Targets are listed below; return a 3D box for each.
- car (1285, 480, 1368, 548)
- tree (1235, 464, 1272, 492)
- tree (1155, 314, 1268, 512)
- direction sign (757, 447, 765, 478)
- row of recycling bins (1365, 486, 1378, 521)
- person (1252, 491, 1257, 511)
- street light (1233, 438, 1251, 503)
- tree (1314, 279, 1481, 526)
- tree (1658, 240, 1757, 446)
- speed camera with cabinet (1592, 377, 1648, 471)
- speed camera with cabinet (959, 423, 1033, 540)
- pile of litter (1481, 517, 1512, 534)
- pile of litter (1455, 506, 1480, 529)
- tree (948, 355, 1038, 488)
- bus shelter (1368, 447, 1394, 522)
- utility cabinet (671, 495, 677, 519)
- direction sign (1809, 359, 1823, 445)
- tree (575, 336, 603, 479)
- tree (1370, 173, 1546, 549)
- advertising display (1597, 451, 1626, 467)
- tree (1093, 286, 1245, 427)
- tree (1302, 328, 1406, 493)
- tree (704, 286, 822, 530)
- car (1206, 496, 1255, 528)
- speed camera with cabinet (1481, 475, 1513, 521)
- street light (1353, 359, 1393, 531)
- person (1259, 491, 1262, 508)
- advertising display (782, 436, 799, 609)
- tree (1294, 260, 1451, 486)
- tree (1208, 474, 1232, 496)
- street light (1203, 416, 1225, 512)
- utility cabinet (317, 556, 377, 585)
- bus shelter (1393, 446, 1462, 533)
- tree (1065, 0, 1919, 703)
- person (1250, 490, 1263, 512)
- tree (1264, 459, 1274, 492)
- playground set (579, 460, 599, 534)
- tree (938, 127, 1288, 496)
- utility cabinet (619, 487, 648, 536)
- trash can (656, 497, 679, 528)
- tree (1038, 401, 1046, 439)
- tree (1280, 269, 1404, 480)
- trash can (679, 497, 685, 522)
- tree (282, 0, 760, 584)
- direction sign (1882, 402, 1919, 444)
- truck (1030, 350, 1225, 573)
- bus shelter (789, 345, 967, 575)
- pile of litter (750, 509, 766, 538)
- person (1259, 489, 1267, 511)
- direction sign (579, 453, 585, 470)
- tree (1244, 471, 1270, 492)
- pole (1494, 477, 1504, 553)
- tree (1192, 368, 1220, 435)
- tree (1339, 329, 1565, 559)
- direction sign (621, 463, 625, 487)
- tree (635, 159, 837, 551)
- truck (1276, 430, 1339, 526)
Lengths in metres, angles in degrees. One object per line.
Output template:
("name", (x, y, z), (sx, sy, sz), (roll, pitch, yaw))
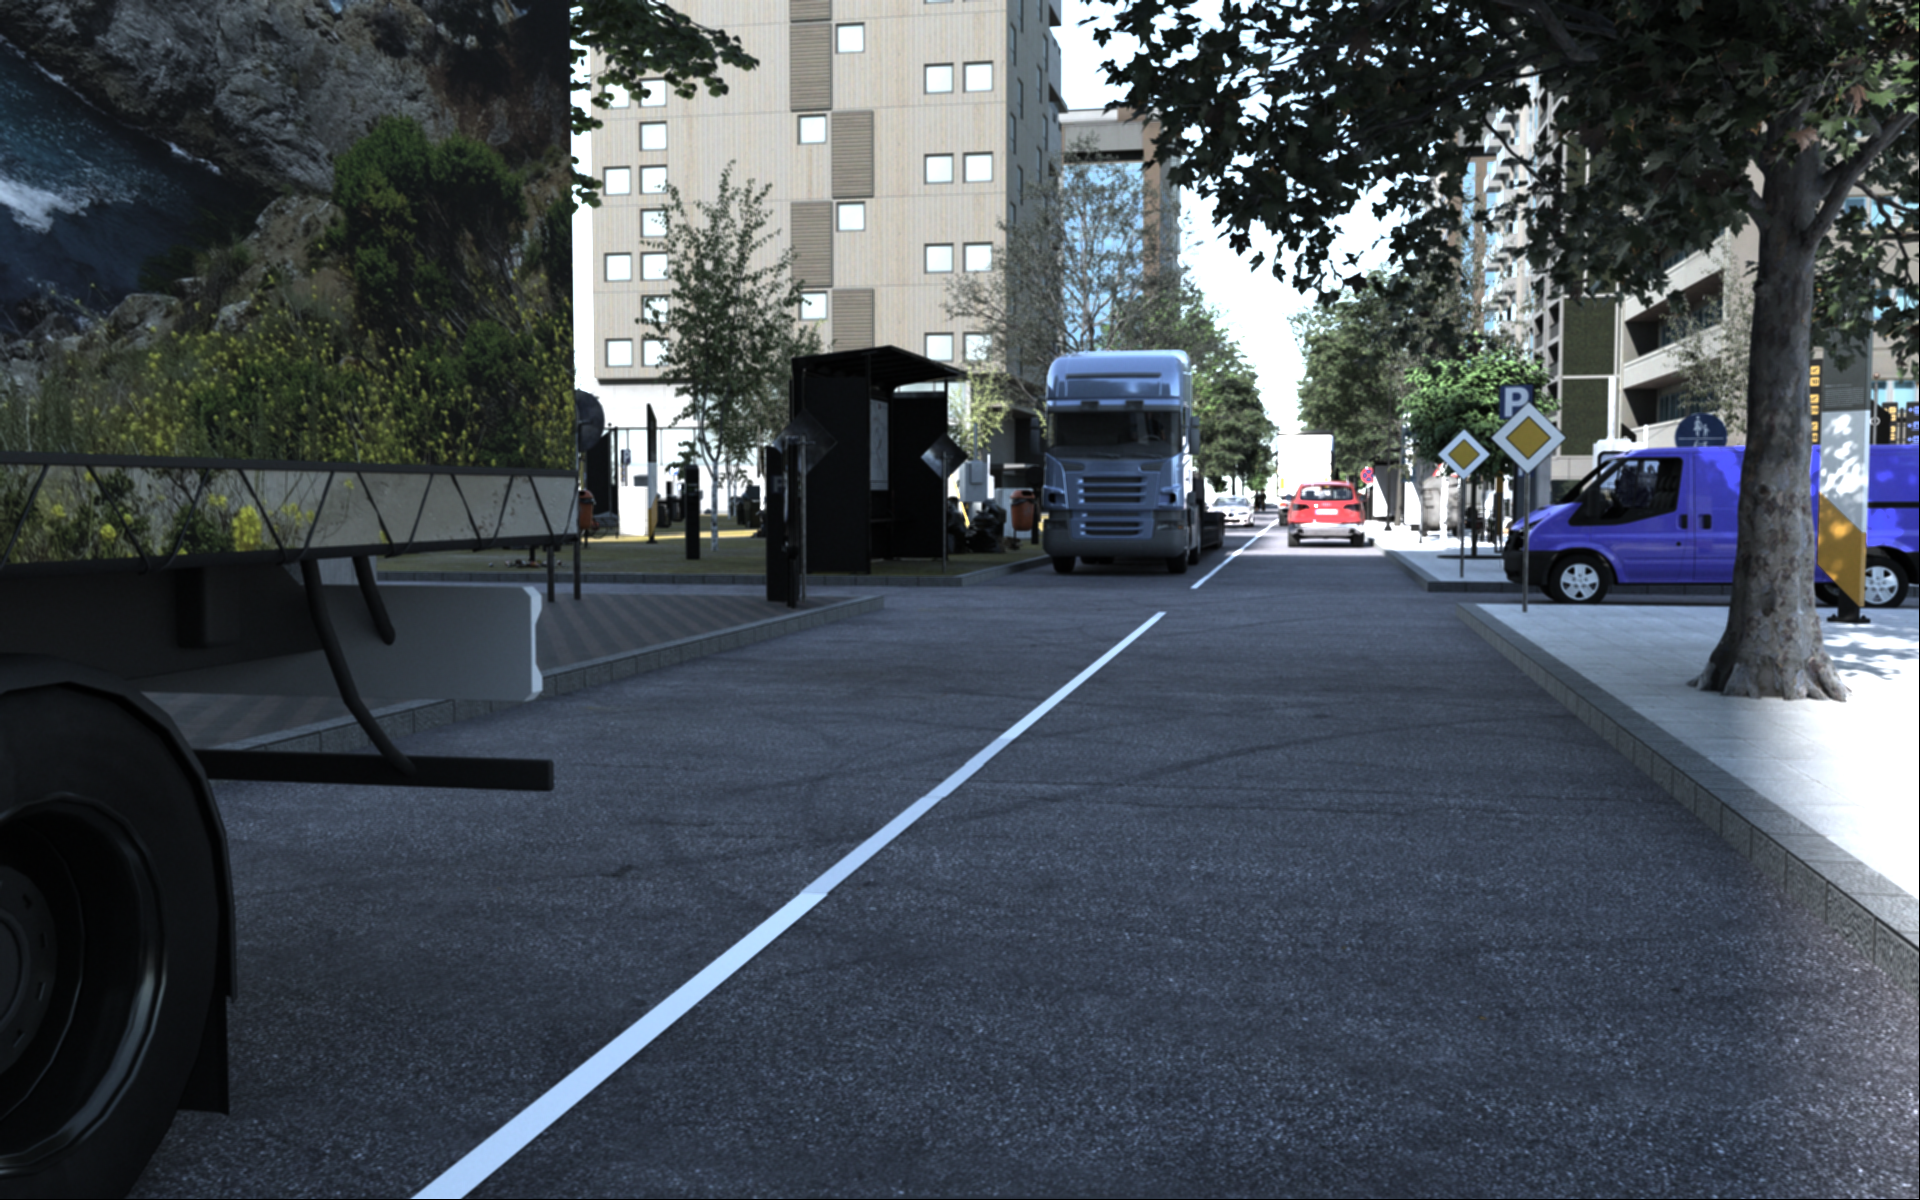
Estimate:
("car", (10.145, -2.407, 48.033), (2.281, 1.827, 5.304), (1, 4, 12))
("tree", (41.676, -17.853, 242.264), (4.737, 8.622, 4.395), (0, 3, 0))
("tree", (16.730, -13.002, 119.241), (9.857, 13.997, 8.962), (0, 3, 0))
("direction sign", (-9.233, -5.550, 82.744), (0.876, 3.537, 0.379), (0, 4, -2))
("row of recycling bins", (20.381, -4.762, 84.966), (1.069, 1.692, 3.534), (1, 4, 16))
("person", (25.291, -8.508, 148.390), (0.721, 1.735, 1.217), (-1, 4, -13))
("street light", (23.291, -10.484, 143.959), (1.470, 5.913, 1.316), (1, 4, 11))
("tree", (17.706, -8.197, 68.433), (7.601, 10.594, 8.767), (0, 4, 1))
("tree", (20.984, -5.869, 46.317), (4.360, 8.622, 3.978), (0, 3, 0))
("speed camera with cabinet", (11.441, -2.107, 28.792), (0.660, 3.252, 2.038), (-1, 4, -21))
("speed camera with cabinet", (1.024, -3.327, 48.733), (2.038, 3.252, 0.660), (-1, 4, -19))
("pile of litter", (17.777, -2.542, 55.535), (1.176, 0.858, 1.719), (-1, 4, -13))
("pile of litter", (18.758, -3.067, 64.118), (1.719, 0.858, 1.176), (0, 4, -1))
("tree", (0.762, -8.578, 90.617), (4.737, 8.622, 4.395), (0, 3, 0))
("bus shelter", (19.409, -5.123, 77.690), (2.014, 3.302, 5.546), (1, 4, 11))
("utility cabinet", (-15.080, -4.904, 91.339), (0.306, 1.237, 1.020), (0, 4, -8))
("direction sign", (14.467, -2.261, 28.960), (0.379, 3.537, 0.876), (-3, 5, -43))
("tree", (-17.388, -7.660, 75.605), (4.360, 8.622, 3.978), (0, 3, 0))
("tree", (11.537, -5.532, 40.807), (4.360, 8.622, 3.978), (0, 3, 0))
("advertising display", (10.037, -1.266, 25.907), (0.974, 1.923, 0.123), (1, 4, 16))
("tree", (9.773, -9.682, 84.056), (9.928, 11.665, 9.643), (0, 3, 0))
("tree", (26.908, -12.198, 117.563), (7.486, 12.596, 7.792), (0, 3, 0))
("tree", (-6.859, -6.822, 61.910), (4.360, 8.622, 3.978), (0, 3, 0))
("car", (11.794, -3.854, 75.371), (2.083, 1.381, 4.827), (1, 4, 12))
("speed camera with cabinet", (25.609, -5.385, 82.379), (2.038, 3.252, 0.660), (-3, 5, -41))
("street light", (14.226, -5.327, 59.644), (1.470, 5.913, 1.316), (1, 4, 11))
("person", (30.728, -10.220, 176.125), (0.750, 1.759, 0.617), (1, 4, 11))
("advertising display", (-1.938, -0.891, 19.781), (0.123, 1.923, 0.974), (-1, 4, -9))
("tree", (22.140, -11.341, 92.082), (9.857, 13.997, 8.962), (0, 3, 0))
("tree", (19.092, -8.117, 127.315), (1.663, 3.219, 1.824), (0, 3, 0))
("street light", (15.137, -8.013, 103.557), (1.470, 5.913, 1.316), (1, 4, 11))
("utility cabinet", (-6.203, -0.367, 17.156), (0.306, 1.237, 1.020), (1, 4, 18))
("bus shelter", (15.513, -3.851, 56.880), (2.014, 3.302, 5.546), (1, 4, 11))
("tree", (5.254, -5.733, 10.741), (9.611, 12.733, 9.660), (0, 3, 0))
("person", (23.830, -7.953, 139.258), (1.217, 1.736, 0.721), (3, 5, 41))
("tree", (44.897, -18.764, 257.146), (4.360, 8.622, 3.978), (0, 3, 0))
("playground set", (-14.142, -4.241, 56.115), (5.302, 4.214, 5.637), (1, 4, 10))
("tree", (4.460, -9.094, 59.063), (12.009, 13.543, 11.850), (0, 3, 0))
("utility cabinet", (-9.984, -2.722, 53.175), (1.173, 1.500, 0.318), (3, 5, 40))
("trash can", (-11.314, -3.323, 65.980), (0.748, 1.137, 0.748), (0, 3, 0))
("tree", (6.495, -8.964, 96.921), (4.737, 8.622, 4.395), (0, 3, 0))
("tree", (33.420, -17.622, 144.010), (12.611, 20.169, 13.585), (0, 3, 0))
("trash can", (-13.135, -4.200, 80.322), (0.748, 1.137, 0.748), (0, 3, 0))
("tree", (-4.985, -5.739, 11.958), (7.486, 12.596, 7.792), (0, 3, 0))
("direction sign", (23.172, -3.101, 42.700), (0.876, 3.537, 0.379), (2, 4, 28))
("truck", (4.267, -2.971, 38.333), (2.967, 4.110, 18.799), (1, 4, 11))
("bus shelter", (-1.324, -2.404, 30.587), (1.731, 3.624, 6.357), (1, 4, 11))
("pile of litter", (-5.582, -2.276, 51.176), (1.176, 0.858, 1.719), (-3, 5, -40))
("person", (25.127, -8.290, 143.674), (0.705, 1.869, 1.348), (3, 5, 43))
("direction sign", (-19.372, -5.991, 89.943), (0.876, 3.537, 0.379), (2, 4, 28))
("tree", (37.395, -14.332, 218.034), (4.285, 4.588, 4.351), (0, 3, 0))
("pole", (11.739, -2.679, 37.643), (0.158, 3.312, 0.155), (0, 3, 0))
("tree", (11.851, -8.781, 93.925), (4.737, 8.622, 4.395), (0, 3, 0))
("tree", (10.427, -3.122, 34.763), (4.285, 4.588, 4.351), (0, 3, 0))
("direction sign", (-21.084, -7.113, 108.289), (0.379, 3.537, 0.876), (-2, 4, -24))
("tree", (-5.460, -5.431, 39.156), (4.737, 8.622, 4.395), (0, 3, 0))
("truck", (16.368, -5.668, 81.584), (2.839, 4.237, 11.283), (1, 4, 13))
